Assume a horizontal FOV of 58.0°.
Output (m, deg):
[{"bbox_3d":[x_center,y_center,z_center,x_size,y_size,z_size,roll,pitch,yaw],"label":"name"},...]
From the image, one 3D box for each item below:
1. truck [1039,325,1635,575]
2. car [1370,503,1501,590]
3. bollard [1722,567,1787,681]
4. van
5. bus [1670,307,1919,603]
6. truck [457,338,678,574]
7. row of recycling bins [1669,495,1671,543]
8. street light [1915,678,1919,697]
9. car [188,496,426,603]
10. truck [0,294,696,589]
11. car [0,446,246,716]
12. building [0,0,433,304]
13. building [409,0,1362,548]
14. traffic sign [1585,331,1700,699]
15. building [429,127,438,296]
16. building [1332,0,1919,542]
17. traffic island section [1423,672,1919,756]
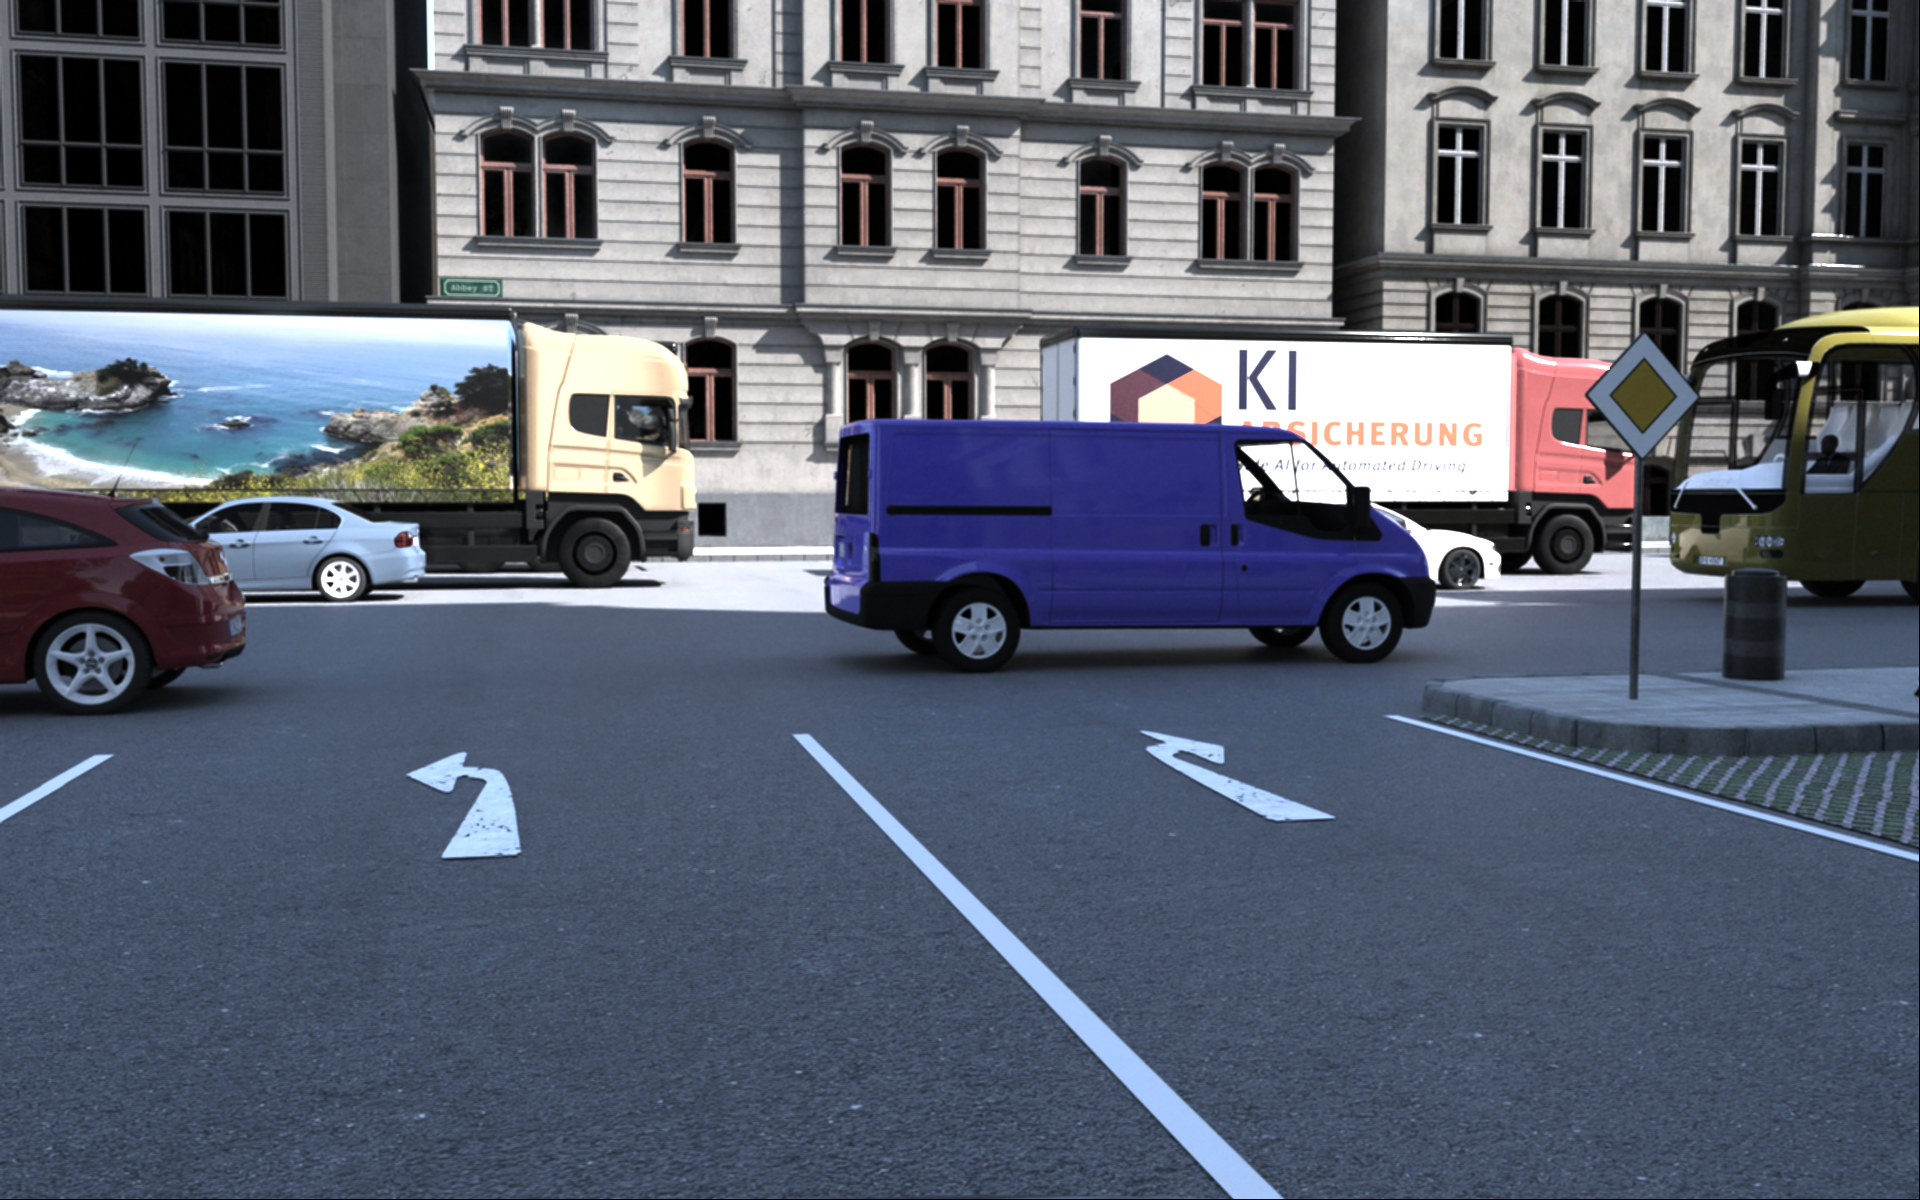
[{"bbox_3d":[7.160,-2.571,30.954,11.283,4.237,2.839,-1,4,-12],"label":"truck"},{"bbox_3d":[5.849,-0.853,26.311,4.827,1.381,2.083,-1,4,-14],"label":"car"},{"bbox_3d":[5.543,0.161,12.082,0.404,0.777,0.398,0,3,0],"label":"bollard"},{"bbox_3d":[1.521,-0.653,15.063,5.245,2.365,2.240,-1,4,-14],"label":"van"},{"bbox_3d":[15.605,-1.975,23.845,12.252,3.916,2.896,-1,4,-11],"label":"bus"},{"bbox_3d":[-10.930,-2.614,31.647,11.283,4.237,2.839,-1,4,-15],"label":"truck"},{"bbox_3d":[19.613,-2.229,43.552,3.534,1.692,1.069,-1,4,-10],"label":"row of recycling bins"},{"bbox_3d":[6.162,-2.326,10.815,0.468,5.910,1.993,-1,4,-13],"label":"street light"},{"bbox_3d":[-9.577,-0.697,23.404,4.499,1.417,2.014,-1,4,-12],"label":"car"},{"bbox_3d":[-9.109,-2.298,26.488,11.283,4.237,2.839,-1,4,-13],"label":"truck"},{"bbox_3d":[-7.229,-0.158,11.629,4.494,1.783,2.155,-1,4,-14],"label":"car"},{"bbox_3d":[-25.278,-15.088,40.203,24.014,27.812,14.314,-1,4,-13],"label":"building"},{"bbox_3d":[-2.550,-15.907,47.467,23.554,28.519,14.401,-1,4,-13],"label":"building"},{"bbox_3d":[4.214,-0.436,10.779,0.795,2.450,0.064,-1,4,-13],"label":"traffic sign"},{"bbox_3d":[-63.299,-33.347,195.332,14.200,45.320,14.600,-1,4,-13],"label":"building"},{"bbox_3d":[26.155,-14.292,52.763,34.723,24.649,14.460,-1,4,-13],"label":"building"},{"bbox_3d":[4.235,0.698,10.861,2.009,0.180,2.903,-1,4,-13],"label":"traffic island section"}]
